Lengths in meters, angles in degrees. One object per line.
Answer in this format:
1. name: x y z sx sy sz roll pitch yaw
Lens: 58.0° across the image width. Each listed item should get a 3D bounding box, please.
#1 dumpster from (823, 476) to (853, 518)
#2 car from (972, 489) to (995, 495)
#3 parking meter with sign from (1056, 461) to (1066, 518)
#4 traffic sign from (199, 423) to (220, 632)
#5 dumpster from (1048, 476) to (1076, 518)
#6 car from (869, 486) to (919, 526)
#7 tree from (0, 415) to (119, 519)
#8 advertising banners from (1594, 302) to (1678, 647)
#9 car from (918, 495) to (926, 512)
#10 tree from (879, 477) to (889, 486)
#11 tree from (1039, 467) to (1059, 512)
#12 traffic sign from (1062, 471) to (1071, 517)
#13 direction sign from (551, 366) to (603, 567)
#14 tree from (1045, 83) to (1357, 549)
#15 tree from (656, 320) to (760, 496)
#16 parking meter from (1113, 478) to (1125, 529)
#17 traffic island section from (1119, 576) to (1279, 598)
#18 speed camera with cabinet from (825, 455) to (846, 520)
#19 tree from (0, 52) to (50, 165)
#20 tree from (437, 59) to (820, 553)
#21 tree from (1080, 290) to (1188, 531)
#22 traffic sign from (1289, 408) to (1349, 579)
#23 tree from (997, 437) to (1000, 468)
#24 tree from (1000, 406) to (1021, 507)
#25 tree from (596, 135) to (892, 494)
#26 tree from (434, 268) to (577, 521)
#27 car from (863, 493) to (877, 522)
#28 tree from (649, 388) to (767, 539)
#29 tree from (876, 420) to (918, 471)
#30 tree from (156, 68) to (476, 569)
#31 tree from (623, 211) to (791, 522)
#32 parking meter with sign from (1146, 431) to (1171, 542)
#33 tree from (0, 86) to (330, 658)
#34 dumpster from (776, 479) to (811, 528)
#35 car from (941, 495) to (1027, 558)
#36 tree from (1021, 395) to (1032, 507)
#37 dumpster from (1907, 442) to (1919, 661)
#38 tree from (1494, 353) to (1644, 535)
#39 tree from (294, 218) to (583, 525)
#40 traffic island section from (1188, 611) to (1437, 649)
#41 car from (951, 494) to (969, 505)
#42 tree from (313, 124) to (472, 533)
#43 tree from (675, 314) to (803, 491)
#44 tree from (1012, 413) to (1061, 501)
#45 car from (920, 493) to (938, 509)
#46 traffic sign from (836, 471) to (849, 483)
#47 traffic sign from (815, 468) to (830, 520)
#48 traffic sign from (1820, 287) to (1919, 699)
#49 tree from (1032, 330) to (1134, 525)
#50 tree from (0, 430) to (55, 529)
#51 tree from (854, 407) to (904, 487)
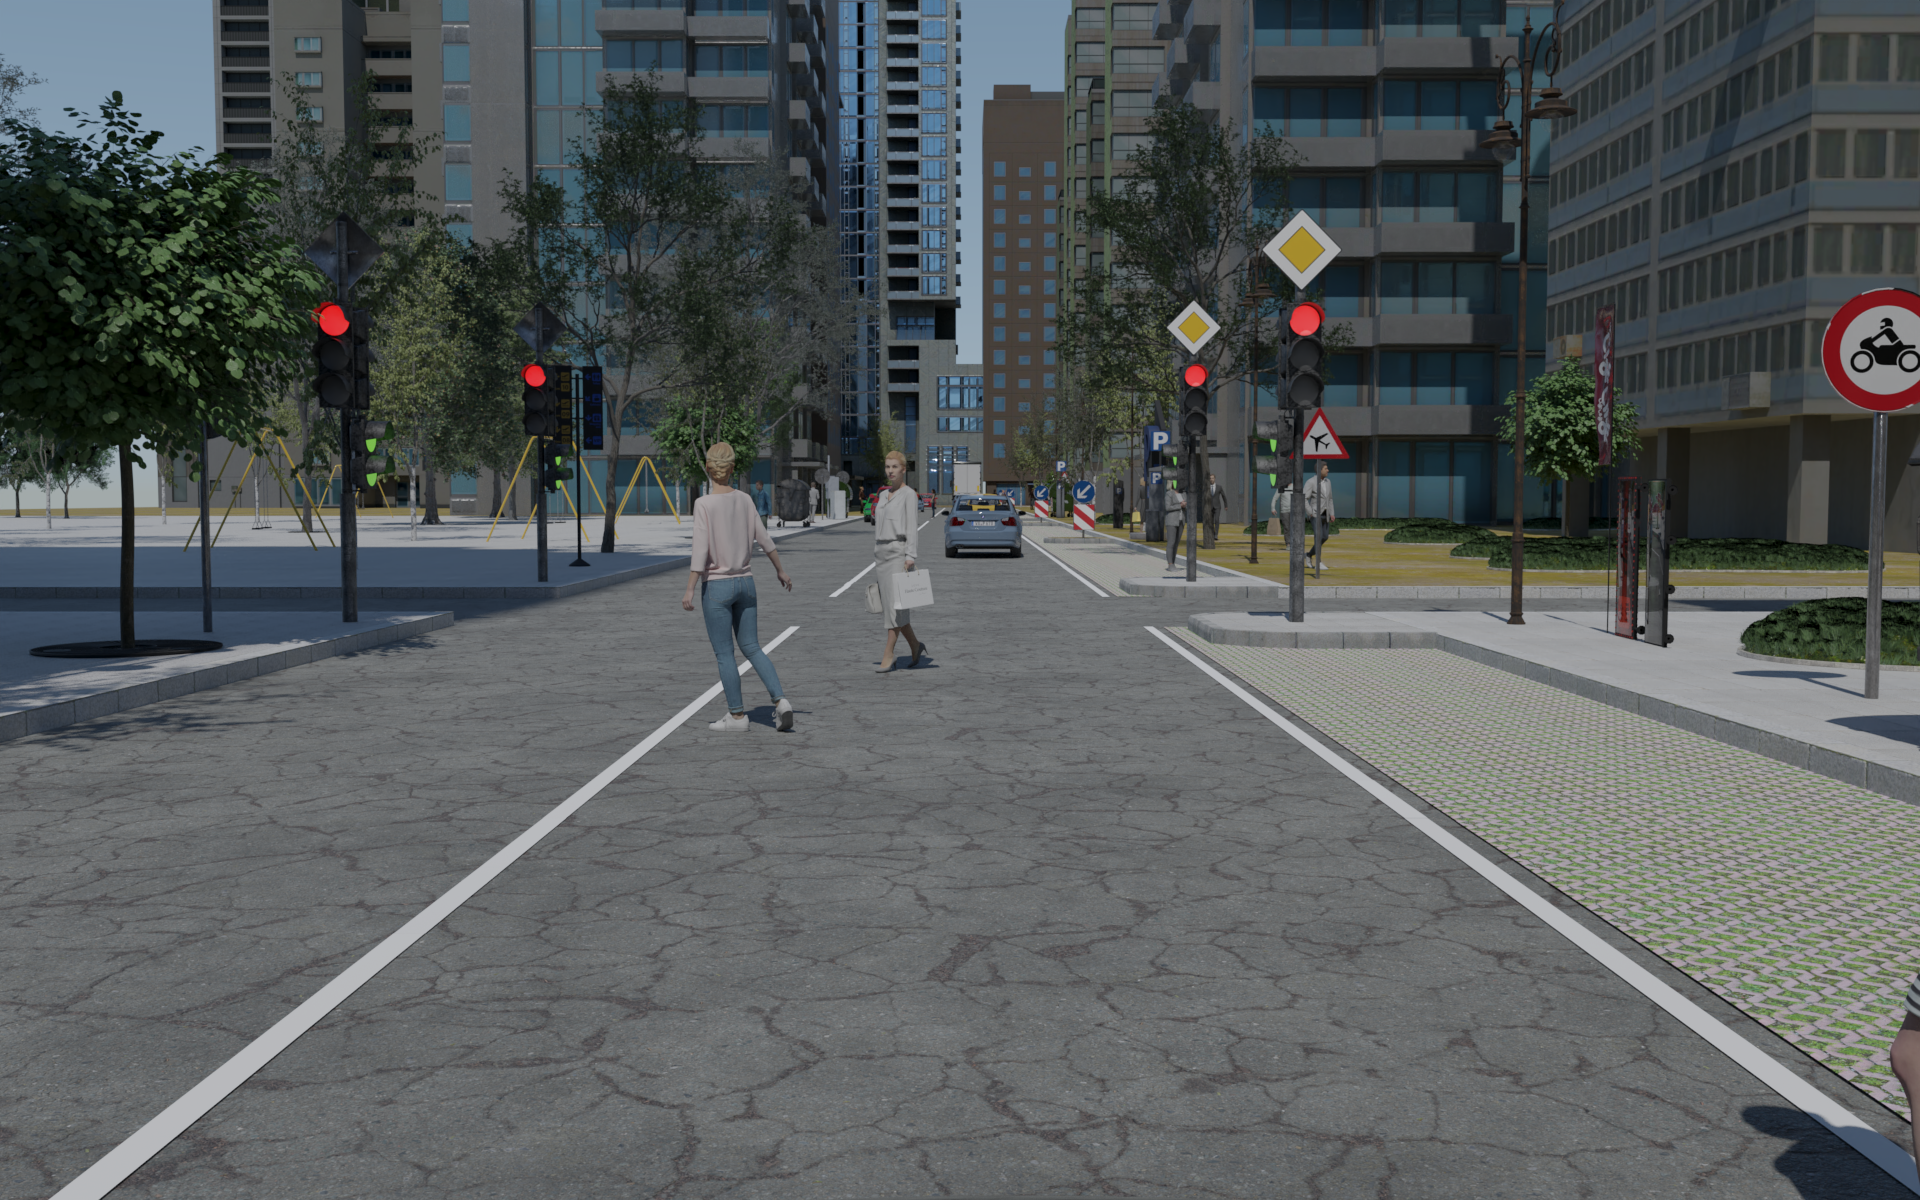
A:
1. dumpster: -6.486 -5.449 91.581 1.502 2.255 1.985 0 4 0
2. car: 0.968 -3.802 72.391 2.015 1.641 3.980 0 4 -1
3. parking meter with sign: 5.379 -5.880 92.398 0.543 3.016 1.738 0 4 2
4. traffic sign: -6.999 -0.974 16.038 0.768 2.556 0.104 0 4 5
5. dumpster: 5.604 -5.675 95.280 1.502 2.255 1.985 0 3 0
6. car: -3.007 -4.367 80.074 2.281 1.827 5.304 0 4 1
7. tree: -53.858 -7.915 92.321 20.602 7.101 11.467 0 4 -2
8. advertising banners: 5.941 -1.171 15.338 0.090 3.025 2.074 0 4 3
9. car: -3.739 -7.722 138.254 2.014 1.417 4.499 0 4 -2
10. tree: -6.979 -10.552 167.130 1.663 3.219 1.824 0 3 0
11. tree: 6.445 -7.926 124.187 1.663 3.219 1.824 0 3 0
12. traffic sign: 5.841 -5.917 96.754 0.884 2.594 0.081 1 4 8
13. direction sign: -6.758 -2.365 30.668 0.876 3.537 0.379 -1 4 -11
14. tree: 5.459 -6.459 40.021 7.601 10.594 8.767 0 4 3
15. tree: -10.103 -7.317 69.993 4.737 8.622 4.395 0 3 0
16. parking meter: 5.919 -3.600 64.575 0.399 1.863 0.255 0 4 -4
17. traffic island section: 3.409 -0.188 25.362 2.009 0.180 2.903 0 3 0
18. speed camera with cabinet: -6.319 -5.726 87.956 0.660 3.252 2.038 -1 4 -17
19. tree: -24.760 -8.086 42.577 12.009 13.543 11.850 0 3 0
20. tree: -7.444 -6.298 37.384 7.601 10.594 8.767 2 4 34
21. tree: 6.357 -6.718 60.208 4.737 8.622 4.395 0 3 0
22. traffic sign: 5.409 -1.597 26.120 0.884 2.594 0.081 1 4 9
23. tree: 5.755 -13.308 167.951 4.360 8.622 3.978 0 3 0
24. tree: 5.841 -10.336 119.351 4.360 8.622 3.978 0 3 0
25. tree: -7.297 -9.073 58.708 12.009 13.543 11.850 0 3 0
26. tree: -22.068 -10.117 83.536 7.486 12.596 7.792 0 3 0
27. car: -3.989 -4.899 88.900 1.959 1.807 4.718 0 4 0
28. tree: -7.275 -4.058 50.069 4.285 4.588 4.351 0 3 0
29. tree: -6.519 -13.509 171.233 4.360 8.622 3.978 0 3 0
30. tree: -10.631 -4.832 29.368 4.737 8.622 4.395 0 3 0
31. tree: -6.564 -5.836 45.773 4.360 8.622 3.978 0 3 0
32. parking meter with sign: 5.367 -3.114 47.176 0.543 3.016 1.738 1 4 13
33. tree: -6.805 -1.853 14.009 4.285 4.588 4.351 0 3 0
34. dumpster: -6.436 -3.737 66.861 1.264 1.857 1.865 0 3 0
35. car: 0.551 -1.732 40.318 2.014 1.417 4.499 0 4 1
36. tree: 5.990 -8.177 84.051 4.360 8.622 3.978 0 3 0
37. dumpster: 5.386 -0.128 7.852 1.264 1.857 1.865 0 4 0
38. tree: 14.087 -3.465 40.362 4.285 4.588 4.351 0 3 0
39. tree: -22.191 -9.485 72.083 9.611 12.733 9.660 0 3 0
40. traffic island section: 3.397 0.300 17.377 2.009 0.180 2.903 0 3 0
41. car: 0.284 -7.852 140.377 2.014 1.417 4.499 0 4 1
42. tree: -21.530 -8.974 57.091 12.009 13.543 11.850 0 3 0
43. tree: -12.155 -10.323 94.530 9.928 11.665 9.643 0 3 0
44. tree: 6.561 -12.152 149.048 4.737 8.622 4.395 0 3 0
45. car: -3.137 -9.368 162.209 2.155 1.783 4.494 0 4 1
46. traffic sign: -6.476 -5.828 95.396 0.768 2.556 0.104 0 4 2
47. traffic sign: -6.795 -5.225 85.538 0.768 2.556 0.104 0 4 1
48. traffic sign: 5.721 -0.654 10.792 0.768 2.556 0.104 0 4 6
49. tree: 5.460 -7.400 71.347 4.360 8.622 3.978 0 3 0
50. tree: -33.876 -6.958 64.131 4.360 8.622 3.978 0 3 0
51. tree: -6.506 -11.866 144.375 4.737 8.622 4.395 0 3 0
